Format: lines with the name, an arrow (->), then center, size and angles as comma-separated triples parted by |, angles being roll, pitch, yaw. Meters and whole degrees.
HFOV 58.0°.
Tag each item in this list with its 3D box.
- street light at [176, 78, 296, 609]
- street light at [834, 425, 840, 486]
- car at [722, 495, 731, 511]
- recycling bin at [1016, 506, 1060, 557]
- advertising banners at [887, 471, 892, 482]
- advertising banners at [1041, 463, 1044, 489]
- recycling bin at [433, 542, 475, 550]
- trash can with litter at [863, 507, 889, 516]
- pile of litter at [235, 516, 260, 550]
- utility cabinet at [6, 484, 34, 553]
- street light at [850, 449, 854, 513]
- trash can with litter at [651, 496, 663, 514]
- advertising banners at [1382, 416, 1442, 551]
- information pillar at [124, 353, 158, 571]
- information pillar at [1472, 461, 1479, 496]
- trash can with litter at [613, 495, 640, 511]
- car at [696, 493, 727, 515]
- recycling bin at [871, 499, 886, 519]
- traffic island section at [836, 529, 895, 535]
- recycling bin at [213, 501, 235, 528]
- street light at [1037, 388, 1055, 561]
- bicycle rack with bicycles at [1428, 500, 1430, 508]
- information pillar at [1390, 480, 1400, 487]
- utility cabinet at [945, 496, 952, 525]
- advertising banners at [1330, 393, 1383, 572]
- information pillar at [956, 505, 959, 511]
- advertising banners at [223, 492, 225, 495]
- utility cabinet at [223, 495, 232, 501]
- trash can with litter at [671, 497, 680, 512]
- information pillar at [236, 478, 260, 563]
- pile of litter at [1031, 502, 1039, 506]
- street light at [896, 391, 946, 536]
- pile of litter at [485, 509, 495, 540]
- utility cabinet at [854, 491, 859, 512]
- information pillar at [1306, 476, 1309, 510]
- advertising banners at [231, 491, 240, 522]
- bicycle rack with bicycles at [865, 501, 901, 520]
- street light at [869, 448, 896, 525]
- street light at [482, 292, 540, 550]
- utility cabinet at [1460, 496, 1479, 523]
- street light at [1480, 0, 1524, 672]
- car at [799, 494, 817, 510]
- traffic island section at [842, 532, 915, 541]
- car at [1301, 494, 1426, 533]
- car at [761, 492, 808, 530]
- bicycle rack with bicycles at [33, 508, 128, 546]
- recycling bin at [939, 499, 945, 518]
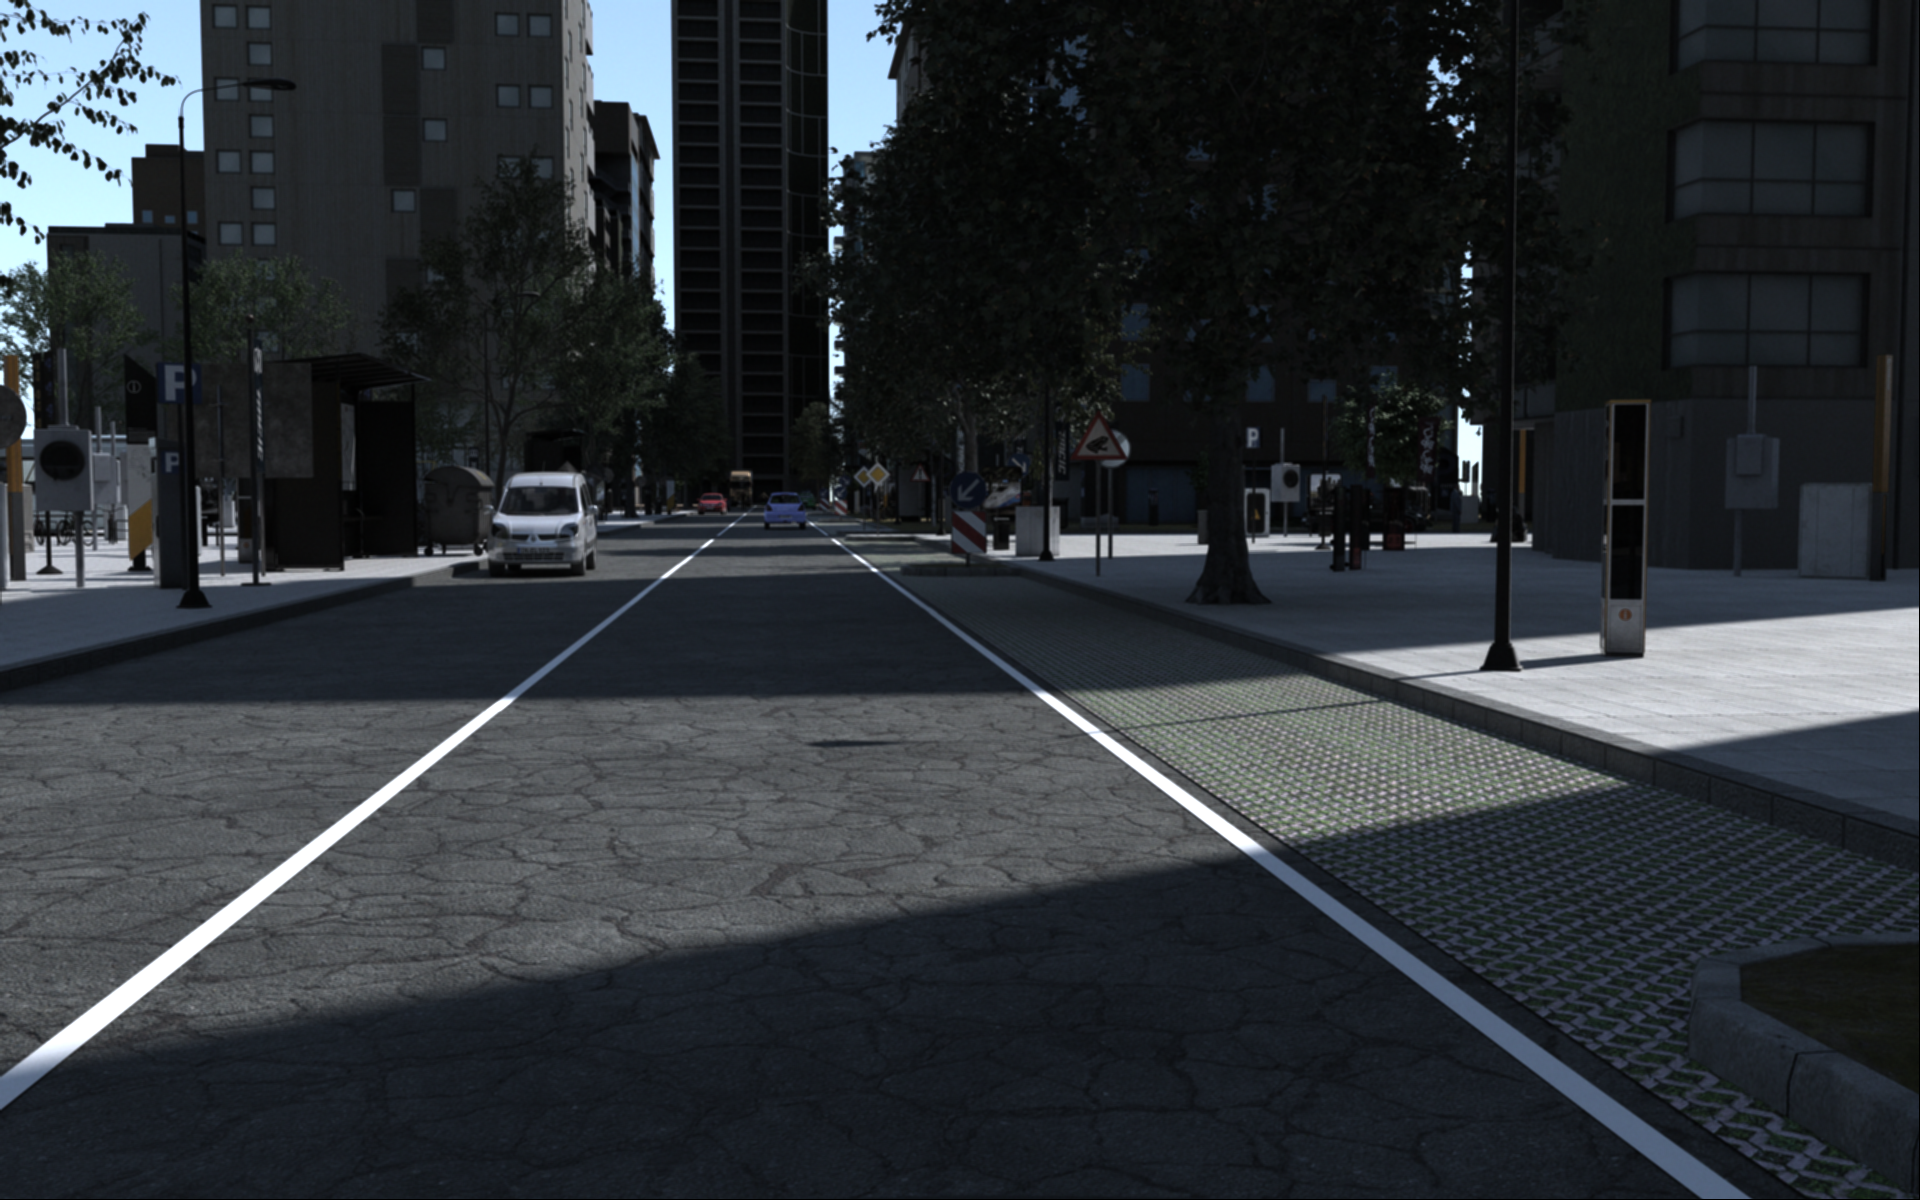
street light -> -8.113, -2.868, 19.439 | 1.470, 5.913, 1.316 | 0, 4, -6
street light -> -7.680, -8.689, 114.611 | 1.470, 5.913, 1.316 | 0, 4, -6
car -> -20.728, -8.390, 149.750 | 1.945, 1.354, 3.894 | 0, 4, -6
recycling bin -> 1.607, -1.422, 35.804 | 0.722, 1.027, 0.722 | 2, 4, 26
advertising banners -> -4.627, -8.235, 130.821 | 2.074, 3.025, 0.090 | 0, 4, -6
advertising banners -> 5.287, -6.297, 99.137 | 2.074, 3.025, 0.090 | -3, 5, -44
recycling bin -> -12.122, -1.769, 41.481 | 0.722, 1.027, 0.722 | 2, 4, 35
trash can with litter -> -4.542, -5.511, 101.162 | 2.233, 1.210, 1.678 | 0, 4, -3
pile of litter -> -16.229, -1.616, 40.393 | 1.176, 0.858, 1.719 | -3, 4, -39
utility cabinet -> -20.610, -1.753, 37.348 | 0.318, 1.500, 1.173 | 2, 4, 26
street light -> -5.297, -7.378, 93.179 | 1.470, 5.913, 1.316 | 0, 4, -6
trash can with litter -> -19.242, -5.964, 108.904 | 1.055, 1.170, 0.624 | 1, 4, 9
advertising banners -> 9.814, -2.633, 39.237 | 2.074, 3.025, 0.090 | 1, 4, 13
information pillar -> -13.636, -2.294, 28.868 | 0.504, 3.616, 0.183 | -1, 4, -20
information pillar -> 36.385, -8.010, 122.314 | 0.504, 3.616, 0.183 | -1, 4, -13
trash can with litter -> -25.717, -7.477, 133.306 | 2.233, 1.210, 1.678 | 0, 4, 6
car -> -17.289, -6.842, 120.902 | 2.155, 1.783, 4.494 | 0, 4, -4
recycling bin -> -4.295, -4.798, 91.001 | 0.722, 1.027, 0.722 | 0, 4, -7
traffic island section -> -3.375, -2.394, 61.422 | 2.009, 0.180, 2.903 | 0, 4, -6
recycling bin -> -27.903, -3.247, 65.647 | 0.722, 1.027, 0.722 | -1, 4, -17
street light -> 1.120, -3.699, 33.019 | 1.470, 5.913, 1.316 | 0, 4, -6
bicycle rack with bicycles -> 31.122, -6.275, 115.971 | 2.925, 0.926, 2.852 | -1, 4, -19
information pillar -> 13.934, -3.912, 55.323 | 0.183, 3.616, 0.504 | -2, 4, -24
utility cabinet -> -0.470, -3.673, 71.213 | 0.306, 1.237, 1.020 | 0, 3, 0
advertising banners -> 6.692, -2.024, 29.286 | 0.090, 3.025, 2.074 | 2, 4, 33
information pillar -> -0.257, -6.506, 110.868 | 0.304, 2.012, 0.304 | -2, 4, -23
advertising banners -> -49.840, -7.308, 115.673 | 0.090, 3.025, 2.074 | 1, 4, 18
utility cabinet -> -42.706, -5.465, 100.521 | 1.020, 1.237, 0.306 | 0, 4, 4
trash can with litter -> -20.719, -7.020, 126.170 | 0.624, 1.170, 1.055 | -3, 5, -40
information pillar -> -13.221, -1.691, 32.144 | 0.304, 2.012, 0.304 | 0, 4, -6
pile of litter -> 4.164, -5.091, 97.196 | 1.719, 0.858, 1.176 | 1, 4, 18
street light -> -1.116, -4.952, 53.508 | 1.470, 5.913, 1.316 | 0, 4, -6
pile of litter -> -13.746, -2.146, 49.056 | 1.176, 0.858, 1.719 | 2, 4, 32
utility cabinet -> -6.896, -6.862, 120.867 | 0.318, 1.500, 1.173 | 2, 4, 34
information pillar -> 13.948, -3.930, 68.741 | 0.304, 2.012, 0.304 | -3, 4, -36
advertising banners -> -32.430, -4.995, 77.849 | 0.090, 3.025, 2.074 | -3, 5, -39
bicycle rack with bicycles -> -3.245, -4.382, 85.033 | 2.852, 0.926, 2.925 | -1, 4, -19
street light -> -3.169, -6.125, 72.678 | 1.470, 5.913, 1.316 | 0, 4, -6
street light -> -10.353, -4.122, 39.928 | 1.470, 5.913, 1.316 | 0, 4, -6
utility cabinet -> 22.119, -3.946, 75.678 | 1.020, 1.237, 0.306 | 0, 4, -6
street light -> 3.428, -2.441, 12.452 | 1.470, 5.913, 1.316 | 0, 4, -6
car -> -13.585, -8.788, 152.483 | 1.959, 1.807, 4.718 | 0, 4, -5
traffic island section -> -2.510, -1.908, 53.484 | 2.009, 0.180, 2.903 | 0, 4, -6
car -> 13.782, -3.023, 59.217 | 4.222, 1.686, 2.009 | 0, 4, -5
car -> -7.204, -3.763, 71.122 | 1.945, 1.707, 3.694 | 0, 4, -7
bicycle rack with bicycles -> -22.216, -1.866, 43.889 | 2.852, 0.926, 2.925 | -3, 4, -39
recycling bin -> -0.938, -4.844, 91.756 | 0.722, 1.027, 0.722 | -1, 4, -17
